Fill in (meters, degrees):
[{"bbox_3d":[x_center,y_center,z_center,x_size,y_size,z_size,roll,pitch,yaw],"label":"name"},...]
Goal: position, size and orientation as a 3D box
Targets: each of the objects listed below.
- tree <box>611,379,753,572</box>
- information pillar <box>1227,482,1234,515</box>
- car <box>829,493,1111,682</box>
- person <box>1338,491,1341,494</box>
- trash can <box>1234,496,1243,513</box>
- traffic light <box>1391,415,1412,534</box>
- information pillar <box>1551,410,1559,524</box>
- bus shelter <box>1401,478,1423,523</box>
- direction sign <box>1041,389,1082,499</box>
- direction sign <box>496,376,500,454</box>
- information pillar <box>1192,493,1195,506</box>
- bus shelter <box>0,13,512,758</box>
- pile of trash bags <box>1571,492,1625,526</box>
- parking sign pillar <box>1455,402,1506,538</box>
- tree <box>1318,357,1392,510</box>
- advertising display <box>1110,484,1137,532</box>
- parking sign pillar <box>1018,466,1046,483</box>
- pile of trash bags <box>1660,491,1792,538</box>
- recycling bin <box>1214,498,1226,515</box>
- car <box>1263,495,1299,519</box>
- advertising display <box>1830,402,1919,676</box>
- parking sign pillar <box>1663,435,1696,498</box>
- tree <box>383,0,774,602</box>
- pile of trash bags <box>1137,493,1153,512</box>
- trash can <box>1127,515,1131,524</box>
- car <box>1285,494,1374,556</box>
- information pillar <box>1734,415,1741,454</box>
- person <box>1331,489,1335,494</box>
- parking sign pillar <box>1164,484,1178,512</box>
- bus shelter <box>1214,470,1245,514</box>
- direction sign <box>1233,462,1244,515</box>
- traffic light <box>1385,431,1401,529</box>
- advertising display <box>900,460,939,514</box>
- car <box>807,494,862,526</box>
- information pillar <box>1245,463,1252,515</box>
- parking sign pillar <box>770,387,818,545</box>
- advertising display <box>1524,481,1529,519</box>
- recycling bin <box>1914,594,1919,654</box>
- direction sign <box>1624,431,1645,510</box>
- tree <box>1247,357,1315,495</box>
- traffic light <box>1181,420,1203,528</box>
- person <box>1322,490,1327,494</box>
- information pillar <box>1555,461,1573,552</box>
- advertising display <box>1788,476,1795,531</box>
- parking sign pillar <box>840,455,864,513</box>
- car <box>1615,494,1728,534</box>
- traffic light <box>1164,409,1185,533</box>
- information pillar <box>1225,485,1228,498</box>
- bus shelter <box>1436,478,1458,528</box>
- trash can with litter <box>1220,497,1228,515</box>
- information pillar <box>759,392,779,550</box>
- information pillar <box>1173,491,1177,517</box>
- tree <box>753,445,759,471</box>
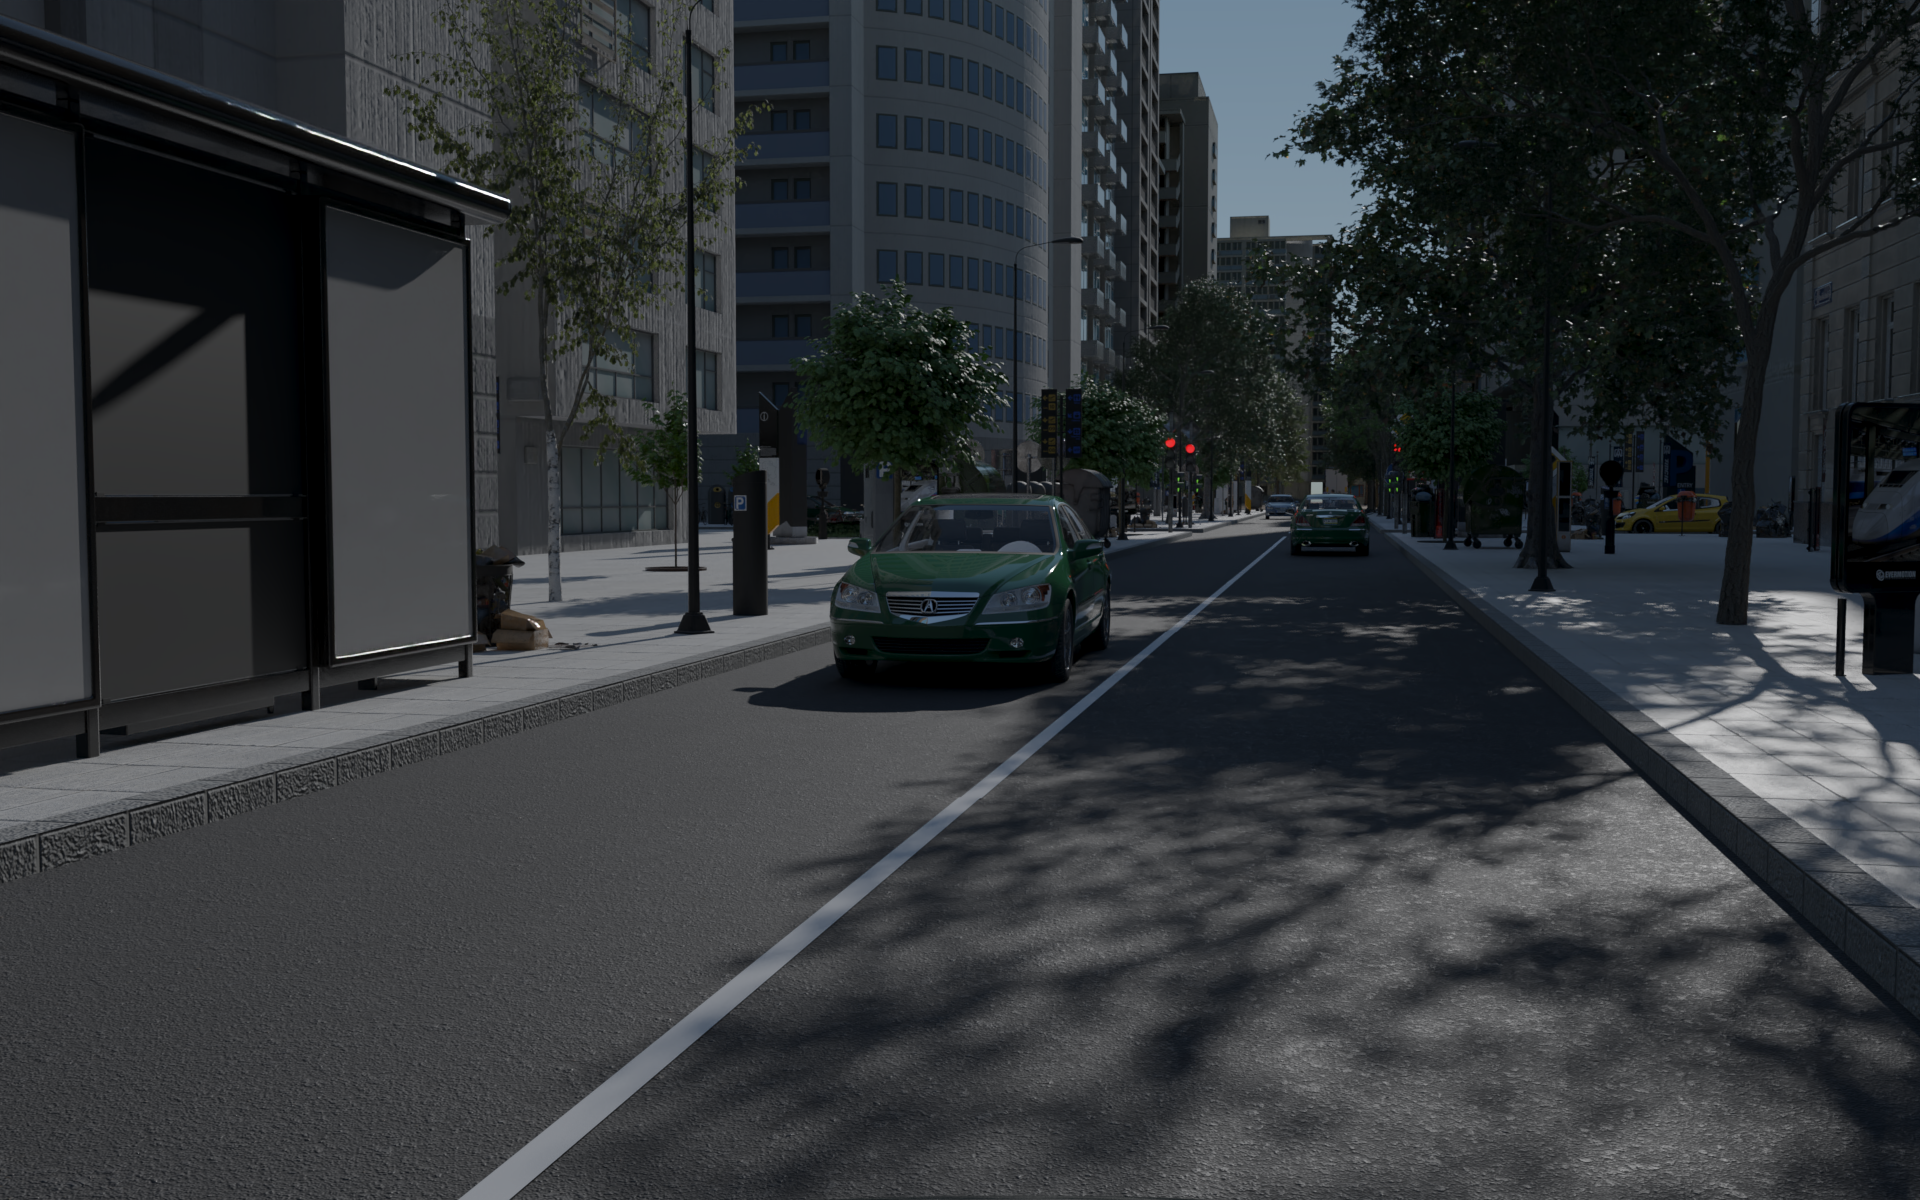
[{"bbox_3d":[-4.743,-2.112,29.135,1.663,3.219,1.824,0,3,0],"label":"tree"},{"bbox_3d":[16.549,-6.204,105.925,0.304,2.012,0.304,2,4,24],"label":"information pillar"},{"bbox_3d":[0.226,-0.187,14.853,2.131,1.459,4.920,1,4,11],"label":"car"},{"bbox_3d":[32.450,-8.473,147.772,1.217,1.736,0.721,-3,5,-44],"label":"person"},{"bbox_3d":[18.892,-6.507,118.039,0.748,1.137,0.748,0,3,0],"label":"trash can"},{"bbox_3d":[14.360,-4.096,55.895,0.839,4.253,0.868,1,4,12],"label":"traffic light"},{"bbox_3d":[14.684,-3.169,43.160,0.504,3.616,0.183,-2,4,-26],"label":"information pillar"},{"bbox_3d":[21.344,-6.263,80.031,2.179,5.291,8.768,1,4,12],"label":"bus shelter"},{"bbox_3d":[2.184,-2.775,37.365,0.876,3.537,0.379,1,4,10],"label":"direction sign"},{"bbox_3d":[-9.068,-2.510,33.034,0.379,3.537,0.876,2,4,26],"label":"direction sign"},{"bbox_3d":[17.284,-8.436,129.290,0.504,3.616,0.183,1,4,14],"label":"information pillar"},{"bbox_3d":[-5.088,-1.857,7.989,2.179,5.291,8.768,1,4,12],"label":"bus shelter"},{"bbox_3d":[25.985,-3.691,70.101,1.912,1.369,3.447,0,4,-1],"label":"pile of trash bags"},{"bbox_3d":[15.378,-3.828,51.061,1.447,3.967,1.447,1,4,12],"label":"parking sign pillar"},{"bbox_3d":[33.949,-14.424,142.480,9.857,13.997,8.962,0,3,0],"label":"tree"},{"bbox_3d":[5.410,-3.220,57.859,0.974,1.923,0.123,0,4,-1],"label":"advertising display"},{"bbox_3d":[3.175,-5.414,76.986,1.447,3.967,1.447,2,4,30],"label":"parking sign pillar"},{"bbox_3d":[23.200,-2.586,52.040,1.912,1.369,3.447,-3,5,-43],"label":"pile of trash bags"},{"bbox_3d":[16.422,-5.909,109.164,0.722,1.027,0.722,-2,4,-28],"label":"recycling bin"},{"bbox_3d":[18.445,-5.357,99.592,2.014,1.417,4.499,1,4,10],"label":"car"},{"bbox_3d":[6.617,-0.433,12.299,0.974,1.923,0.123,-1,4,-18],"label":"advertising display"},{"bbox_3d":[31.775,-5.384,76.502,1.447,3.967,1.447,0,4,-5],"label":"parking sign pillar"},{"bbox_3d":[-4.611,-4.287,20.453,4.360,8.622,3.978,0,3,0],"label":"tree"},{"bbox_3d":[12.528,-6.853,121.803,1.912,1.369,3.447,0,4,1],"label":"pile of trash bags"},{"bbox_3d":[6.680,-3.614,70.737,0.748,1.137,0.748,0,3,0],"label":"trash can"},{"bbox_3d":[8.915,-1.835,41.804,2.131,1.459,4.920,1,4,11],"label":"car"},{"bbox_3d":[21.130,-3.397,46.901,0.504,3.616,0.183,-2,4,-31],"label":"information pillar"},{"bbox_3d":[22.660,-5.866,105.159,0.760,1.731,0.466,-2,4,-28],"label":"person"},{"bbox_3d":[15.108,-8.292,124.047,1.447,3.967,1.447,2,4,27],"label":"parking sign pillar"},{"bbox_3d":[17.642,-7.338,113.899,2.014,3.302,5.546,1,4,12],"label":"bus shelter"},{"bbox_3d":[16.838,-6.891,104.668,0.379,3.537,0.876,-3,4,-37],"label":"direction sign"},{"bbox_3d":[16.056,-4.574,63.698,0.839,4.253,0.868,1,4,12],"label":"traffic light"},{"bbox_3d":[-0.882,-1.675,32.600,0.974,1.923,0.123,-1,4,-12],"label":"advertising display"},{"bbox_3d":[-5.661,-3.362,64.757,4.222,1.686,2.009,1,4,11],"label":"car"},{"bbox_3d":[17.851,-7.087,107.231,0.504,3.616,0.183,-3,5,-41],"label":"information pillar"},{"bbox_3d":[-4.373,-3.419,44.369,1.447,3.967,1.447,-2,4,-29],"label":"parking sign pillar"},{"bbox_3d":[28.971,-5.032,87.489,0.974,1.923,0.123,-1,4,-13],"label":"advertising display"},{"bbox_3d":[7.943,-0.095,14.112,0.722,1.027,0.722,-2,4,-29],"label":"recycling bin"},{"bbox_3d":[24.183,-4.293,62.188,0.876,3.537,0.379,-1,4,-21],"label":"direction sign"},{"bbox_3d":[38.679,-21.987,215.375,12.611,20.169,13.585,0,3,0],"label":"tree"},{"bbox_3d":[8.712,-4.670,65.272,0.839,4.253,0.868,1,4,12],"label":"traffic light"},{"bbox_3d":[33.779,-9.277,160.039,0.709,1.838,0.599,3,5,40],"label":"person"},{"bbox_3d":[13.317,-2.062,38.206,0.304,2.012,0.304,1,4,13],"label":"information pillar"},{"bbox_3d":[29.341,-3.419,61.115,0.123,1.923,0.974,1,4,21],"label":"advertising display"},{"bbox_3d":[-4.255,-5.067,71.316,1.447,3.967,1.447,0,4,7],"label":"parking sign pillar"},{"bbox_3d":[24.198,-2.951,58.471,3.980,1.641,2.015,1,4,13],"label":"car"},{"bbox_3d":[7.016,-4.193,57.469,0.839,4.253,0.868,1,4,12],"label":"traffic light"},{"bbox_3d":[17.012,-7.253,109.940,0.504,3.616,0.183,3,4,38],"label":"information pillar"},{"bbox_3d":[18.824,-4.564,65.905,1.731,3.624,6.357,1,4,12],"label":"bus shelter"},{"bbox_3d":[16.586,-5.897,107.806,0.624,1.170,1.055,-2,4,-26],"label":"trash can with litter"},{"bbox_3d":[-4.393,-2.961,39.763,0.504,3.616,0.183,2,4,24],"label":"information pillar"},{"bbox_3d":[12.157,-5.745,98.416,0.304,2.012,0.304,-1,4,-18],"label":"information pillar"},{"bbox_3d":[-7.308,-3.932,58.891,1.663,3.219,1.824,0,3,0],"label":"tree"}]
